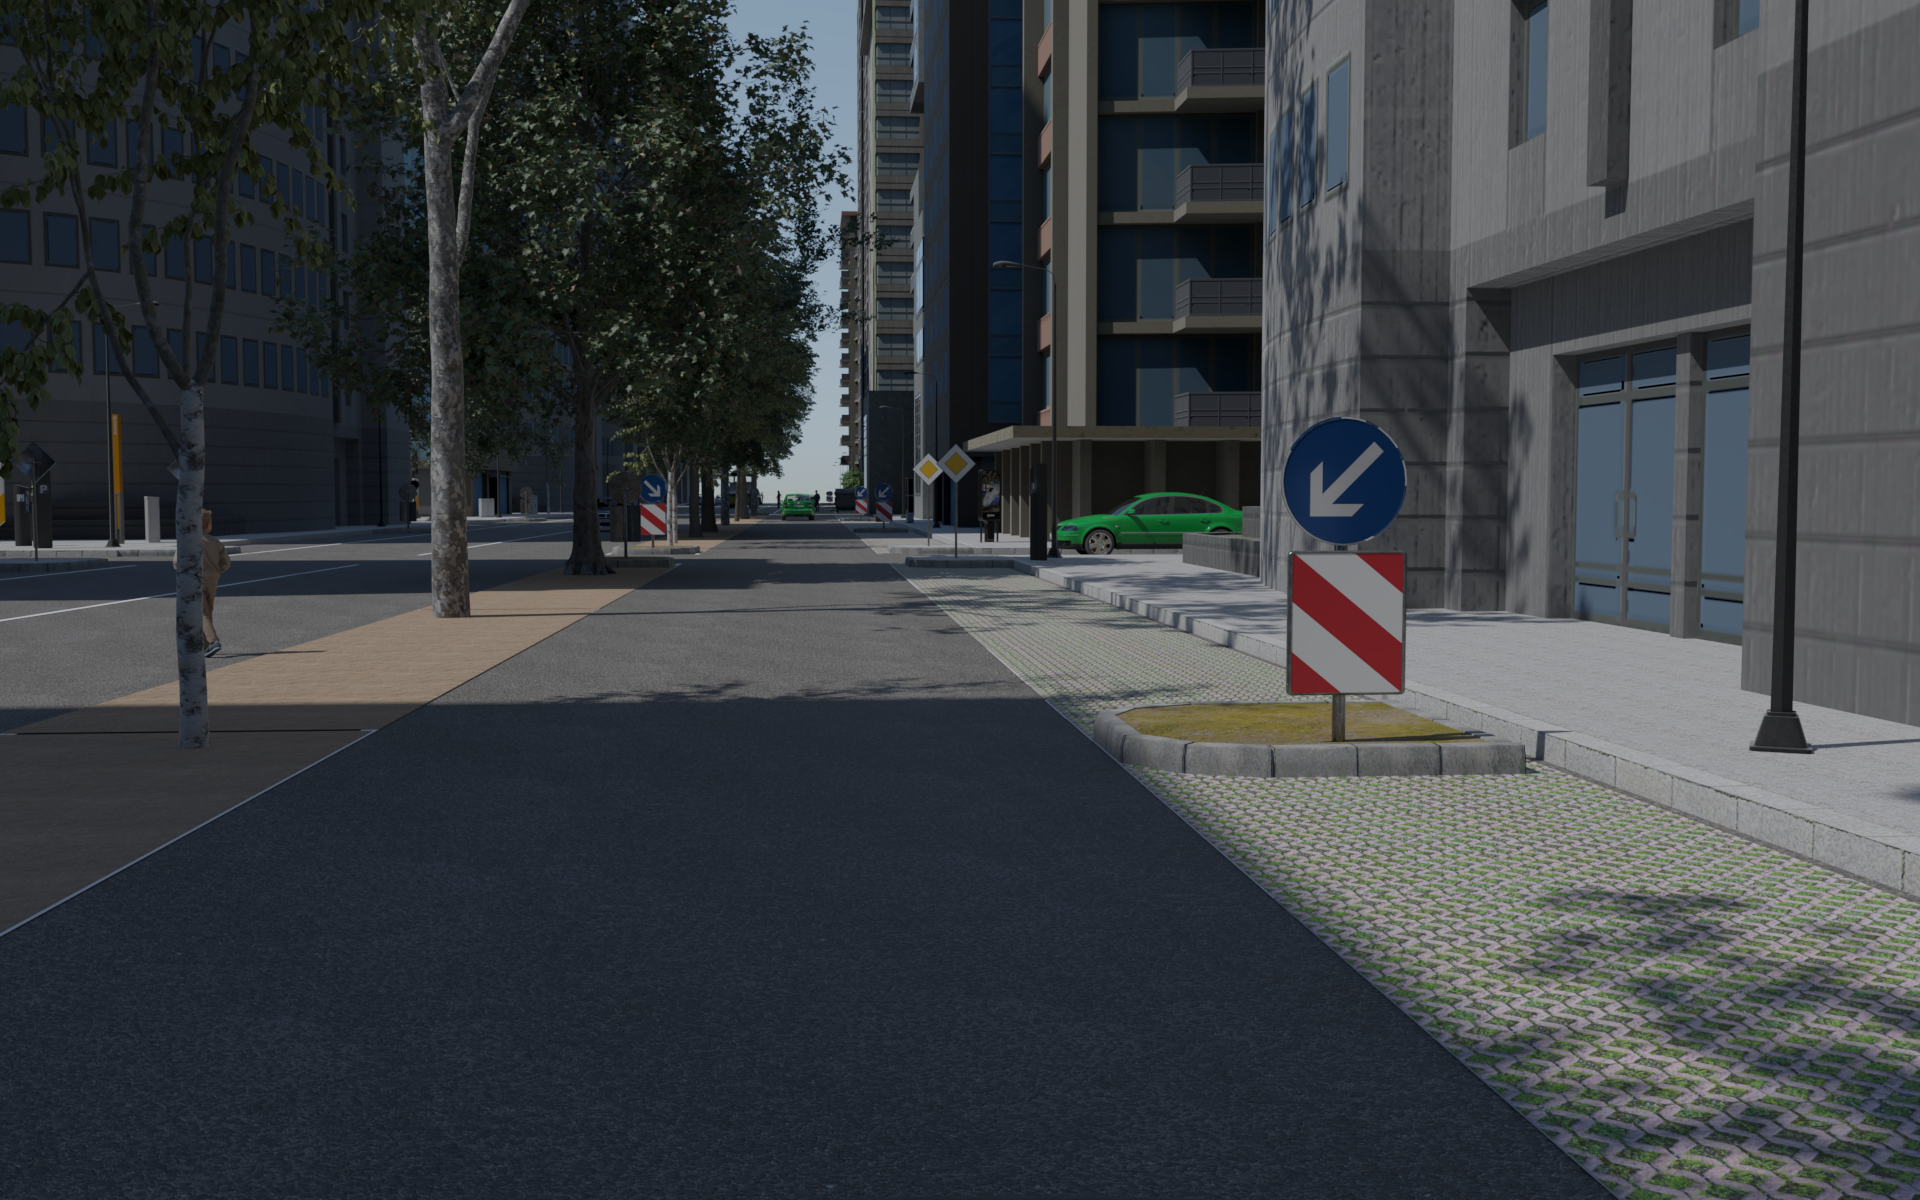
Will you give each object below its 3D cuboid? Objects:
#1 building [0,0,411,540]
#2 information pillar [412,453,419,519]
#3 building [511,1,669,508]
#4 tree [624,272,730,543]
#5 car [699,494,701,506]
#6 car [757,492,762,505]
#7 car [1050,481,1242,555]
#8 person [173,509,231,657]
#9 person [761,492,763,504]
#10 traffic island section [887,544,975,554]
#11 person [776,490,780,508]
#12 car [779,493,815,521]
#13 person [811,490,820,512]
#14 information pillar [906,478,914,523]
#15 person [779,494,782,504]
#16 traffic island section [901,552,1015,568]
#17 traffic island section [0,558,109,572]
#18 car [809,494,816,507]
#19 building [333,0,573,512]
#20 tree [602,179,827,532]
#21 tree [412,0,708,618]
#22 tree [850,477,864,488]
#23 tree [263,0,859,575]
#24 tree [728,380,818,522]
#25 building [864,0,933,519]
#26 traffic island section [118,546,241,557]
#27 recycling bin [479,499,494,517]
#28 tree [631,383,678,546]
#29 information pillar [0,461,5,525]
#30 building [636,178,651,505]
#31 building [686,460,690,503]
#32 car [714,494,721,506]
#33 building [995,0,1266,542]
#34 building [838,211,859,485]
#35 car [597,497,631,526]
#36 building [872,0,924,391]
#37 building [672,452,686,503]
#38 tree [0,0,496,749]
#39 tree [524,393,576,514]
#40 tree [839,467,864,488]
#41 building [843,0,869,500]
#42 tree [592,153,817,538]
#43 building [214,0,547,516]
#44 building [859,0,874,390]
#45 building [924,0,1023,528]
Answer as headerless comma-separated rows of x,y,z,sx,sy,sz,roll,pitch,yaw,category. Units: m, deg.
-32.918,-31.566,58.111,21.231,58.520,28.212,0,4,-5,building
-28.475,-6.067,90.542,0.183,3.616,0.504,1,4,10,information pillar
-47.371,-40.925,211.118,21.231,58.520,28.212,0,4,-5,building
-8.202,-5.917,49.563,4.360,8.622,3.978,0,3,0,tree
-27.842,-10.755,187.642,2.131,1.459,4.920,0,4,-3,car
-27.949,-13.858,235.245,2.281,1.827,5.304,0,4,-5,car
4.403,-1.872,39.406,4.718,1.807,1.959,0,4,-6,car
-6.692,-0.153,15.276,0.640,1.303,0.475,3,5,40,person
-27.481,-14.193,241.240,0.721,1.739,1.217,-2,4,-32,person
-0.751,-1.249,42.704,2.009,0.180,2.903,0,4,-5,traffic island section
-18.969,-10.525,180.589,0.705,1.822,1.348,-1,4,-20,person
-8.859,-5.236,94.401,1.959,1.807,4.718,0,4,-6,car
-11.856,-8.119,141.778,0.750,1.759,0.617,-3,4,-37,person
-2.227,-4.426,76.864,0.304,2.012,0.304,-1,4,-18,information pillar
-26.973,-15.288,258.536,0.705,1.814,1.350,-3,5,-41,person
-0.059,-0.763,34.749,2.009,0.180,2.903,0,4,-5,traffic island section
-17.734,-0.669,33.221,2.009,0.180,2.903,0,4,-5,traffic island section
-16.694,-10.922,190.583,2.014,1.417,4.499,0,4,-5,car
-41.341,-37.550,155.940,21.231,58.520,28.212,0,4,-5,building
-9.430,-9.515,64.678,9.857,13.997,8.962,0,3,0,tree
-4.609,-9.808,18.710,12.611,20.169,13.585,0,3,0,tree
-11.698,-12.660,201.587,1.663,3.219,1.824,0,3,0,tree
-6.613,-6.778,30.288,9.611,12.733,9.660,0,3,0,tree
-11.548,-9.307,89.044,8.767,10.594,7.601,0,4,-5,tree
5.897,-48.231,101.253,22.319,86.520,31.000,0,4,-5,building
-18.426,-1.156,41.177,2.009,0.180,2.903,0,4,-5,traffic island section
-26.075,-5.066,95.383,0.722,1.027,0.722,-2,4,-24,recycling bin
-7.588,-5.635,44.959,4.737,8.622,4.395,0,3,0,tree
-25.169,-3.286,45.073,0.504,3.616,0.183,-1,4,-9,information pillar
-39.717,-30.226,177.797,14.154,41.232,14.086,0,4,-5,building
-47.093,-35.331,261.250,14.154,41.232,14.086,0,4,-5,building
-28.514,-11.960,207.544,2.014,1.417,4.499,0,4,-7,car
14.790,-24.449,54.367,28.867,44.769,22.147,0,4,-5,building
-7.167,-37.185,262.606,22.147,44.769,28.867,0,4,-5,building
-13.575,-3.341,67.203,1.945,1.354,3.894,0,4,-7,car
0.487,-27.243,129.024,14.154,41.232,14.086,0,4,-5,building
-45.074,-33.605,233.034,14.154,41.232,14.086,0,4,-5,building
-4.373,-3.480,9.724,4.737,8.622,4.395,0,3,0,tree
-26.783,-9.972,113.412,4.360,8.622,3.978,0,3,0,tree
-12.701,-13.512,204.640,4.285,4.588,4.351,0,3,0,tree
-5.714,-48.862,237.139,20.563,71.187,20.611,0,4,-5,building
-8.543,-8.283,56.010,7.486,12.596,7.792,0,3,0,tree
-39.036,-35.833,127.874,21.231,58.520,28.212,0,4,-5,building
4.370,-36.154,180.352,28.713,52.752,27.495,0,4,-5,building
5.861,-25.794,71.849,14.600,45.320,14.200,0,4,-5,building
